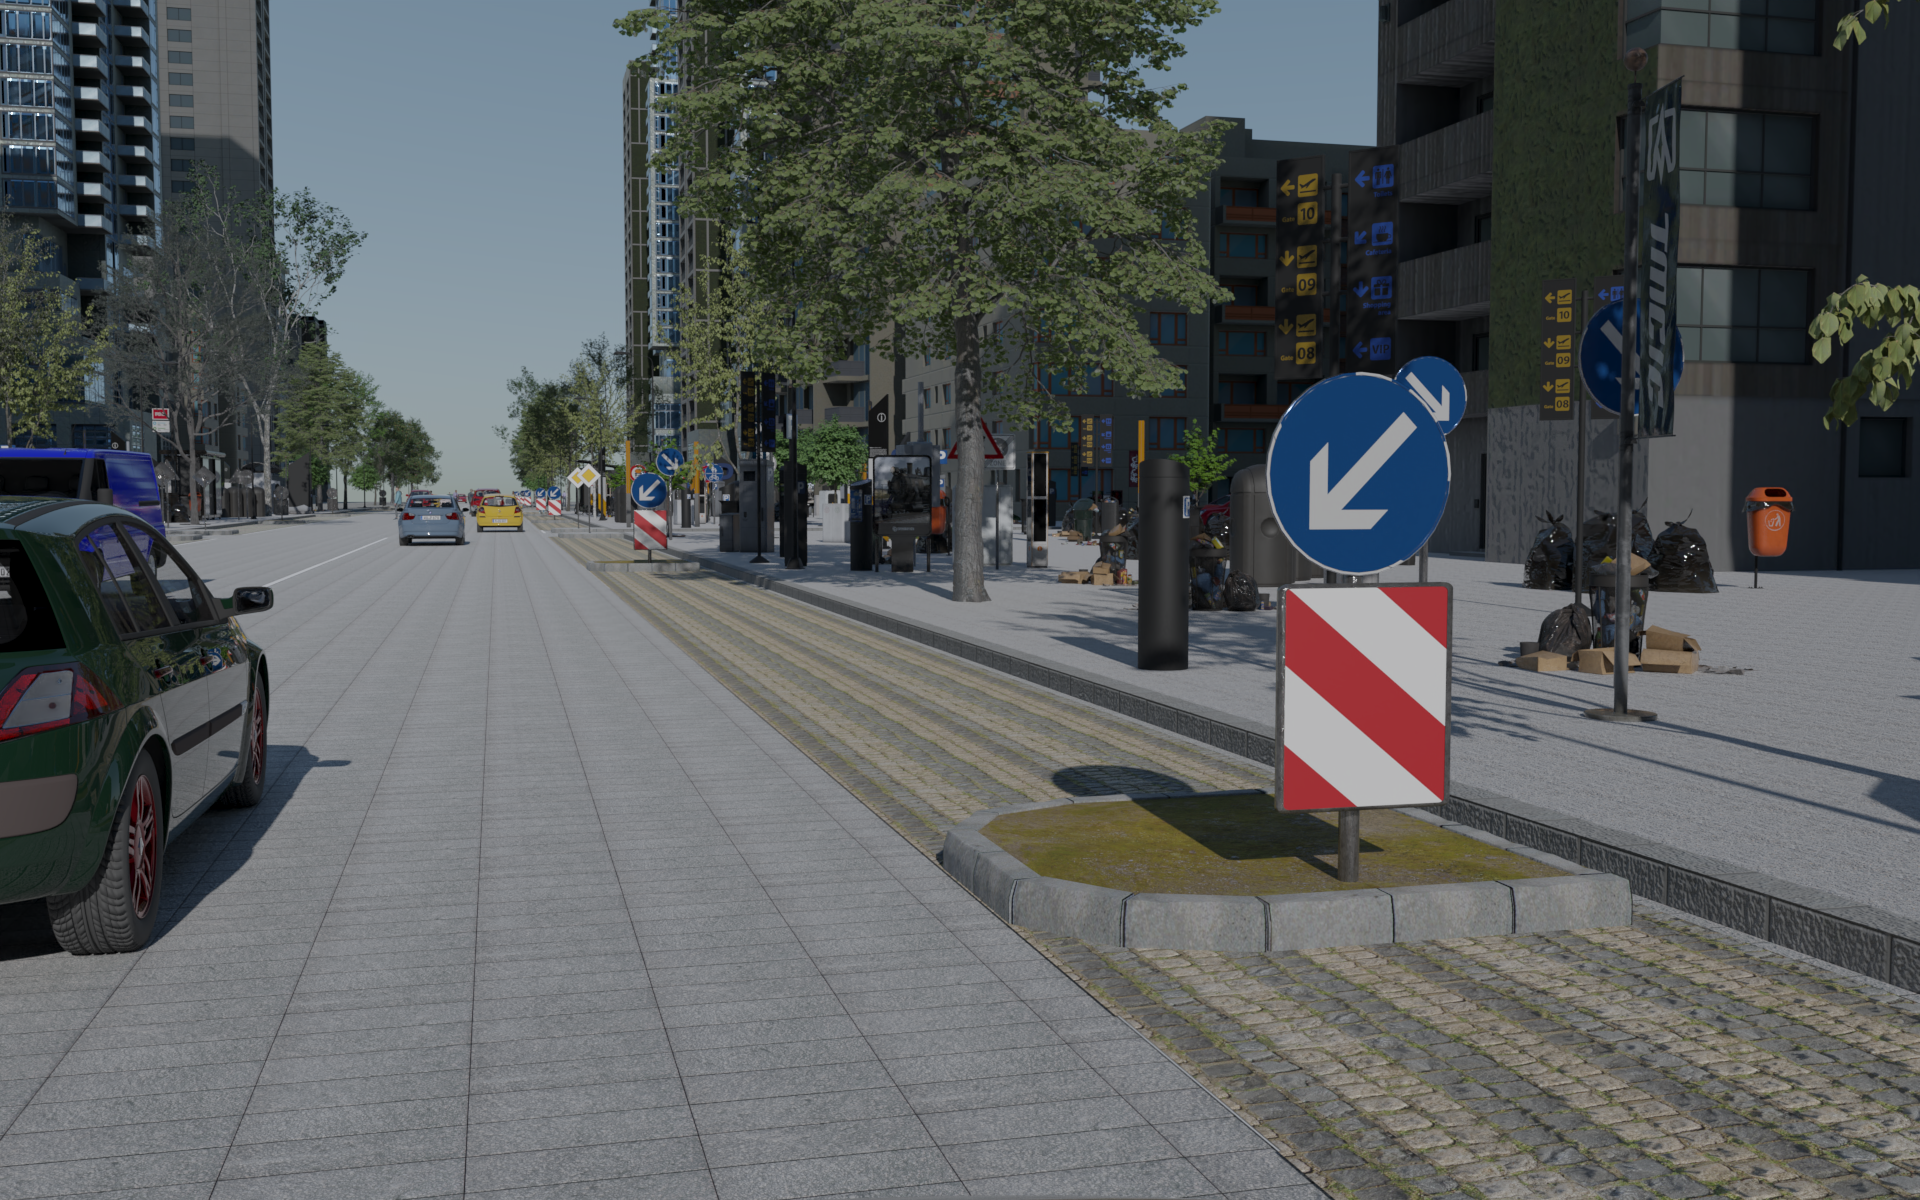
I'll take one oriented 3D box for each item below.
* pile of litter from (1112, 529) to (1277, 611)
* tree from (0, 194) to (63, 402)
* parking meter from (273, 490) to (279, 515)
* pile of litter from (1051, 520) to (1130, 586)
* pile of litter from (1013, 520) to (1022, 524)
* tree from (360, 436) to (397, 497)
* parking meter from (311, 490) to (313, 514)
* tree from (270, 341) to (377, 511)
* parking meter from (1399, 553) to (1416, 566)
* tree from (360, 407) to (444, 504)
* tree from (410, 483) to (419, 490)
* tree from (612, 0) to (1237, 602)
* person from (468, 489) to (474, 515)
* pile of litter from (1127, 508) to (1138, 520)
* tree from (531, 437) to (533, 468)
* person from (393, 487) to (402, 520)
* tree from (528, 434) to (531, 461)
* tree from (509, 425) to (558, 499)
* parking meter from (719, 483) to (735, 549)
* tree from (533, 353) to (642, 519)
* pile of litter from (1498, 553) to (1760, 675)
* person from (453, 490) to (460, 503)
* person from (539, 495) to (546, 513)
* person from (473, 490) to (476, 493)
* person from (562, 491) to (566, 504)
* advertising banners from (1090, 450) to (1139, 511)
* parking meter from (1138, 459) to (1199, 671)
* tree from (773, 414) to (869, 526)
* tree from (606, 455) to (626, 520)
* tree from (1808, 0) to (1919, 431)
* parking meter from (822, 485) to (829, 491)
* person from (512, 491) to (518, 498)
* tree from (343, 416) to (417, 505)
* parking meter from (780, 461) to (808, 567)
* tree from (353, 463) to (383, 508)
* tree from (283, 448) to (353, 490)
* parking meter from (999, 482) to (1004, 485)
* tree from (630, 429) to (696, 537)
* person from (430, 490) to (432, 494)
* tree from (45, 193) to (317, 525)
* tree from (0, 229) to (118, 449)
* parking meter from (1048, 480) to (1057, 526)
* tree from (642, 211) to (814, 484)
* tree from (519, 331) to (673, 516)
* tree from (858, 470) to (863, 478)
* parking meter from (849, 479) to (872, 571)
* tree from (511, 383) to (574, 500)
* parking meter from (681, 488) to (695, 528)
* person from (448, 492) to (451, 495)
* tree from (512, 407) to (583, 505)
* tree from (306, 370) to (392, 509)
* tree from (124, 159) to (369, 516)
[{"bbox_3d":[2.706,-0.328,19.336,1.719,0.858,1.176,1,4,19],"label":"pile of litter"},{"bbox_3d":[-23.943,-5.603,41.964,4.360,8.622,3.978,0,3,0],"label":"tree"},{"bbox_3d":[-42.615,-6.089,107.969,0.372,1.533,0.369,0,3,0],"label":"parking meter"},{"bbox_3d":[1.995,-0.663,24.807,1.176,0.858,1.719,0,4,-4],"label":"pile of litter"},{"bbox_3d":[1.950,-3.680,74.132,1.176,0.858,1.719,-2,4,-31],"label":"pile of litter"},{"bbox_3d":[-67.756,-15.367,201.620,4.360,8.622,3.978,0,3,0],"label":"tree"},{"bbox_3d":[-42.539,-6.416,113.318,0.372,1.533,0.369,0,3,0],"label":"parking meter"},{"bbox_3d":[-47.243,-12.877,128.663,7.486,12.596,7.792,0,3,0],"label":"tree"},{"bbox_3d":[7.987,-1.558,31.179,0.399,1.863,0.255,3,5,44],"label":"parking meter"},{"bbox_3d":[-74.609,-19.005,227.734,9.611,12.733,9.660,0,3,0],"label":"tree"},{"bbox_3d":[-88.660,-20.210,280.802,4.737,8.622,4.395,0,3,0],"label":"tree"},{"bbox_3d":[-0.283,-6.246,20.251,7.486,12.596,7.792,0,3,0],"label":"tree"},{"bbox_3d":[-34.008,-6.856,120.767,0.661,1.801,0.590,3,4,38],"label":"person"},{"bbox_3d":[5.630,-2.424,53.595,1.176,0.858,1.719,1,4,19],"label":"pile of litter"},{"bbox_3d":[-32.973,-11.937,145.536,4.737,8.622,4.395,0,3,0],"label":"tree"},{"bbox_3d":[-31.082,-5.359,95.980,0.748,1.841,0.638,1,4,10],"label":"person"},{"bbox_3d":[-39.462,-13.257,167.107,4.737,8.622,4.395,0,3,0],"label":"tree"},{"bbox_3d":[-67.660,-22.594,276.069,9.857,13.997,8.962,0,3,0],"label":"tree"},{"bbox_3d":[-5.444,-1.963,40.502,0.372,1.533,0.369,0,3,0],"label":"parking meter"},{"bbox_3d":[-18.952,-8.584,90.704,4.737,8.622,4.395,0,3,0],"label":"tree"},{"bbox_3d":[4.881,0.079,12.672,1.719,0.858,1.176,2,4,31],"label":"pile of litter"},{"bbox_3d":[-49.637,-9.932,170.756,0.599,1.838,0.709,3,4,37],"label":"person"},{"bbox_3d":[-30.617,-7.195,126.978,0.563,1.720,0.643,-2,4,-27],"label":"person"},{"bbox_3d":[-38.818,-7.940,138.836,1.217,1.766,0.721,2,4,26],"label":"person"},{"bbox_3d":[-49.702,-12.788,217.450,0.709,1.838,0.599,-2,4,-31],"label":"person"},{"bbox_3d":[6.219,-4.458,69.077,2.074,3.025,0.090,0,4,-3],"label":"advertising banners"},{"bbox_3d":[1.493,-0.262,12.699,0.372,1.533,0.369,0,3,0],"label":"parking meter"},{"bbox_3d":[-4.904,-5.215,68.980,4.285,4.588,4.351,0,3,0],"label":"tree"},{"bbox_3d":[-16.849,-5.603,86.212,1.663,3.219,1.824,0,3,0],"label":"tree"},{"bbox_3d":[4.431,-3.411,6.136,4.737,8.622,4.395,0,3,0],"label":"tree"},{"bbox_3d":[-8.075,-6.015,104.049,0.399,1.863,0.255,-3,5,-40],"label":"parking meter"},{"bbox_3d":[-43.665,-9.782,169.148,1.217,1.735,0.721,1,4,12],"label":"person"},{"bbox_3d":[-65.429,-15.866,193.823,7.601,10.594,8.767,3,5,45],"label":"tree"},{"bbox_3d":[-2.906,-1.529,30.704,0.255,1.863,0.399,3,4,38],"label":"parking meter"},{"bbox_3d":[-56.447,-11.051,164.390,4.285,4.588,4.351,0,3,0],"label":"tree"},{"bbox_3d":[-45.790,-8.418,121.344,4.285,4.588,4.351,0,3,0],"label":"tree"},{"bbox_3d":[1.770,-4.288,75.815,0.399,1.863,0.255,0,4,-5],"label":"parking meter"},{"bbox_3d":[-8.646,-3.501,51.847,1.663,3.219,1.824,0,3,0],"label":"tree"},{"bbox_3d":[-57.549,-11.000,188.349,0.705,1.824,1.348,-1,4,-17],"label":"person"},{"bbox_3d":[-32.053,-9.875,71.832,12.009,13.543,11.850,0,3,0],"label":"tree"},{"bbox_3d":[-25.793,-5.945,47.568,4.737,8.622,4.395,0,3,0],"label":"tree"},{"bbox_3d":[3.632,-3.864,68.888,0.399,1.863,0.255,-1,4,-12],"label":"parking meter"},{"bbox_3d":[-5.405,-5.629,42.402,4.737,8.622,4.395,0,3,0],"label":"tree"},{"bbox_3d":[-21.040,-10.111,99.735,8.767,10.594,7.601,-1,4,-19],"label":"tree"},{"bbox_3d":[-6.287,-6.862,106.797,1.663,3.219,1.824,0,3,0],"label":"tree"},{"bbox_3d":[-1.654,-1.259,29.003,0.372,1.533,0.369,0,3,0],"label":"parking meter"},{"bbox_3d":[-42.128,-15.854,177.337,7.486,12.596,7.792,0,3,0],"label":"tree"},{"bbox_3d":[-10.343,-3.486,65.405,0.372,1.533,0.369,0,3,0],"label":"parking meter"},{"bbox_3d":[-80.393,-16.135,273.113,0.445,1.727,0.742,2,4,29],"label":"person"},{"bbox_3d":[-46.190,-16.452,194.742,9.928,11.665,9.643,0,3,0],"label":"tree"},{"bbox_3d":[-51.312,-13.385,144.603,9.928,11.665,9.643,0,3,0],"label":"tree"},{"bbox_3d":[-40.924,-14.890,99.337,12.611,20.169,13.585,0,3,0],"label":"tree"}]
